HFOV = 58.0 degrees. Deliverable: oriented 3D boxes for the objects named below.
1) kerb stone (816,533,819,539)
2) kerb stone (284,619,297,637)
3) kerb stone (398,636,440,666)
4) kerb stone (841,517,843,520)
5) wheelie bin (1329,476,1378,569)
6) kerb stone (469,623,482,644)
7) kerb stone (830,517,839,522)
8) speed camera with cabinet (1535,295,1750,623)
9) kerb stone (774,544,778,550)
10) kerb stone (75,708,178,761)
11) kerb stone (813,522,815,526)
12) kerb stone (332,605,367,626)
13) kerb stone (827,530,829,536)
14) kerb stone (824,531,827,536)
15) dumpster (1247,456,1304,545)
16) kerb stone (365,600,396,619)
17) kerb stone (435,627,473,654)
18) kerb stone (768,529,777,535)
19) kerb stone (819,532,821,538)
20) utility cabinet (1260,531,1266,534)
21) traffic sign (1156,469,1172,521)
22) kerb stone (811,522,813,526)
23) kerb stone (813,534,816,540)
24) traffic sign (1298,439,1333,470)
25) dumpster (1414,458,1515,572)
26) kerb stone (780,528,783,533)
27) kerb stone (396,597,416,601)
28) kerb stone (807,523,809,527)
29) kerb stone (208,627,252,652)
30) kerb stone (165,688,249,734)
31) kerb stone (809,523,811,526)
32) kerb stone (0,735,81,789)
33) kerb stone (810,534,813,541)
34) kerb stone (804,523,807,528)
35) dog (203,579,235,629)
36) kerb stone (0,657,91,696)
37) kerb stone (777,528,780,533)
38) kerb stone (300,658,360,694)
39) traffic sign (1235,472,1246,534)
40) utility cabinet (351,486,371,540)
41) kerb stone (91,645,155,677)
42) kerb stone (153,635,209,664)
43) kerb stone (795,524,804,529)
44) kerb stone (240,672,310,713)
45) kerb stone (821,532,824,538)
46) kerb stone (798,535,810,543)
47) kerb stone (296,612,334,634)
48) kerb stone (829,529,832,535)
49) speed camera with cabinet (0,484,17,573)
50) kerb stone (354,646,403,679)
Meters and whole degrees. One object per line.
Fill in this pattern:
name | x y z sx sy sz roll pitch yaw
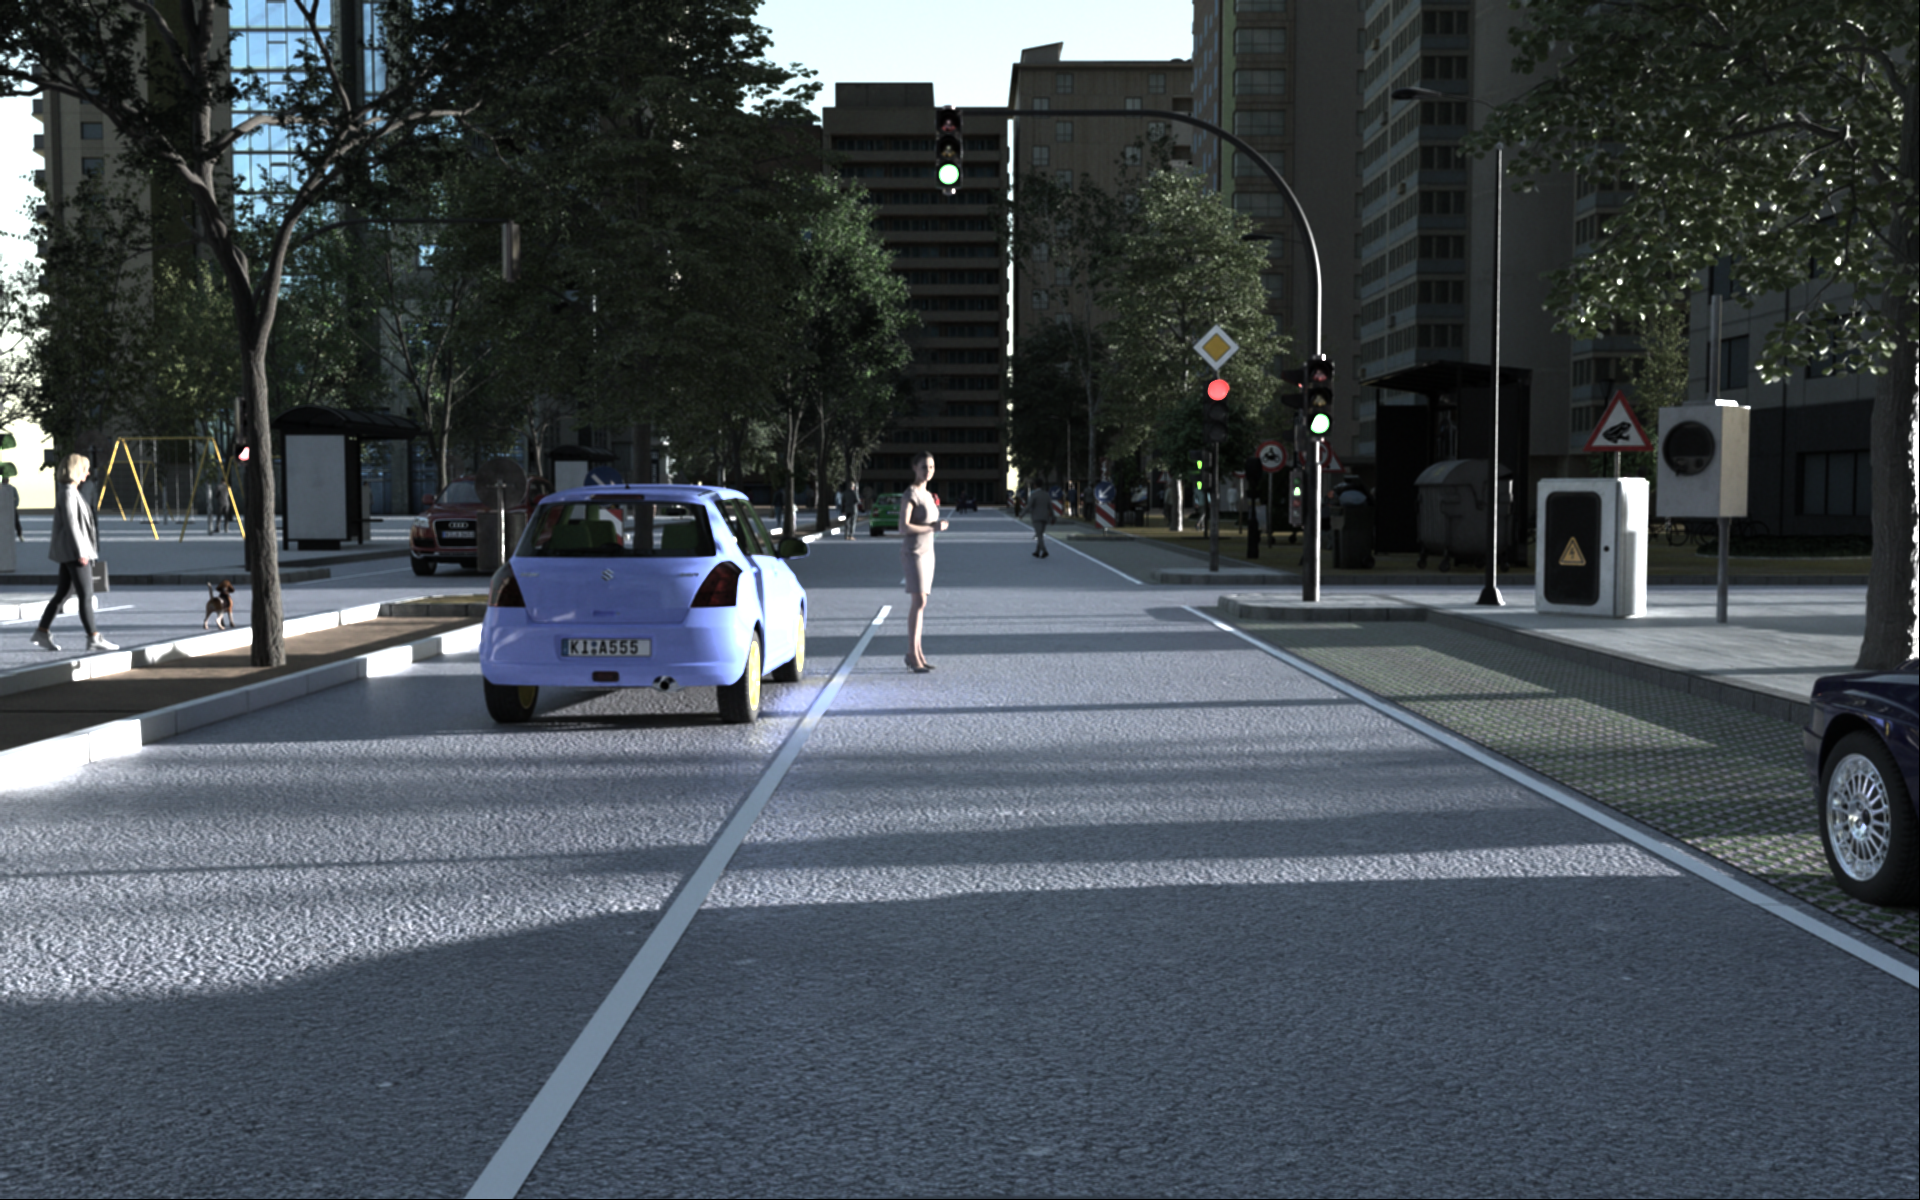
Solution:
kerb stone | -4.617 -1.970 54.403 0.120 0.150 1.000 0 4 0
kerb stone | -6.804 0.315 17.039 0.120 0.150 1.000 0 4 0
kerb stone | -4.708 0.448 14.905 0.120 0.150 1.000 0 4 0
kerb stone | -6.624 -4.419 94.454 0.120 0.150 1.000 0 4 0
wheelie bin | 6.753 -1.339 29.802 0.693 1.594 0.980 -1 4 -12
kerb stone | -4.697 0.320 16.958 0.120 0.150 1.000 0 4 0
kerb stone | -6.633 -4.229 91.373 0.120 0.150 1.000 0 4 0
speed camera with cabinet | 6.953 -1.432 17.744 0.660 3.252 2.038 -3 4 -38
kerb stone | -4.641 -1.344 44.168 0.120 0.150 1.000 0 4 0
kerb stone | -4.720 0.759 9.784 0.120 0.150 1.000 0 4 0
kerb stone | -6.666 -3.340 77.010 0.120 0.150 1.000 0 4 0
kerb stone | -6.798 0.190 19.083 0.120 0.150 1.000 0 4 0
kerb stone | -4.604 -2.219 58.510 0.120 0.150 1.000 0 4 0
kerb stone | -4.614 -2.158 57.485 0.120 0.150 1.000 0 4 0
dumpster | 8.247 -2.558 44.322 1.502 2.255 1.985 0 3 0
kerb stone | -6.797 0.128 20.106 0.120 0.150 1.000 0 4 0
kerb stone | -4.706 0.385 15.930 0.120 0.150 1.000 0 4 0
kerb stone | -6.704 -2.408 61.651 0.120 0.150 1.000 0 4 0
kerb stone | -4.619 -2.032 55.425 0.120 0.150 1.000 0 4 0
utility cabinet | 9.682 -2.723 55.677 0.306 1.237 1.020 0 4 -2
traffic sign | 9.740 -5.025 82.156 0.884 2.594 0.081 0 4 1
kerb stone | -6.665 -3.290 75.986 0.120 0.150 1.000 0 4 0
kerb stone | -4.617 -1.907 53.381 0.120 0.150 1.000 0 4 0
traffic sign | 7.838 -2.335 38.278 0.768 2.556 0.104 0 4 0
dumpster | 8.455 -1.424 29.034 1.264 1.857 1.865 0 4 0
kerb stone | -6.694 -2.536 63.699 0.120 0.150 1.000 0 4 0
kerb stone | -6.790 0.070 21.128 0.120 0.150 1.000 0 4 0
kerb stone | -6.673 -3.165 73.936 0.120 0.150 1.000 0 4 0
kerb stone | -6.806 0.378 16.017 0.120 0.150 1.000 0 4 0
kerb stone | -4.719 0.697 10.808 0.120 0.150 1.000 0 4 0
kerb stone | -6.670 -3.227 74.964 0.120 0.150 1.000 0 4 0
kerb stone | -4.719 0.823 8.755 0.120 0.150 1.000 0 4 0
kerb stone | -4.628 -1.843 52.358 0.120 0.150 1.000 0 4 0
kerb stone | -6.673 -3.102 72.914 0.120 0.150 1.000 0 4 0
dog | -7.931 0.046 18.532 0.406 0.507 0.540 -3 5 -42
kerb stone | -6.823 0.566 12.941 0.120 0.150 1.000 0 4 0
kerb stone | -6.701 -2.476 62.672 0.120 0.150 1.000 0 4 0
kerb stone | -4.711 0.571 12.859 0.120 0.150 1.000 0 4 0
traffic sign | 9.055 -3.408 55.822 0.768 2.556 0.104 0 4 7
utility cabinet | -16.768 -2.365 47.347 1.173 1.500 0.318 -3 4 -38
kerb stone | -6.810 0.505 13.971 0.120 0.150 1.000 0 4 0
kerb stone | -6.807 0.440 14.995 0.120 0.150 1.000 0 4 0
kerb stone | -6.670 -3.039 71.890 0.120 0.150 1.000 0 4 0
kerb stone | -4.711 0.634 11.834 0.120 0.150 1.000 0 4 0
kerb stone | -4.614 -2.095 56.450 0.120 0.150 1.000 0 4 0
kerb stone | -4.629 -1.782 51.336 0.120 0.150 1.000 0 4 0
kerb stone | -6.798 0.255 18.061 0.120 0.150 1.000 0 4 0
kerb stone | -4.602 -2.284 59.535 0.120 0.150 1.000 0 4 0
speed camera with cabinet | -16.534 -2.075 28.257 2.038 3.252 0.660 1 4 9
kerb stone | -4.708 0.511 13.881 0.120 0.150 1.000 0 4 0
